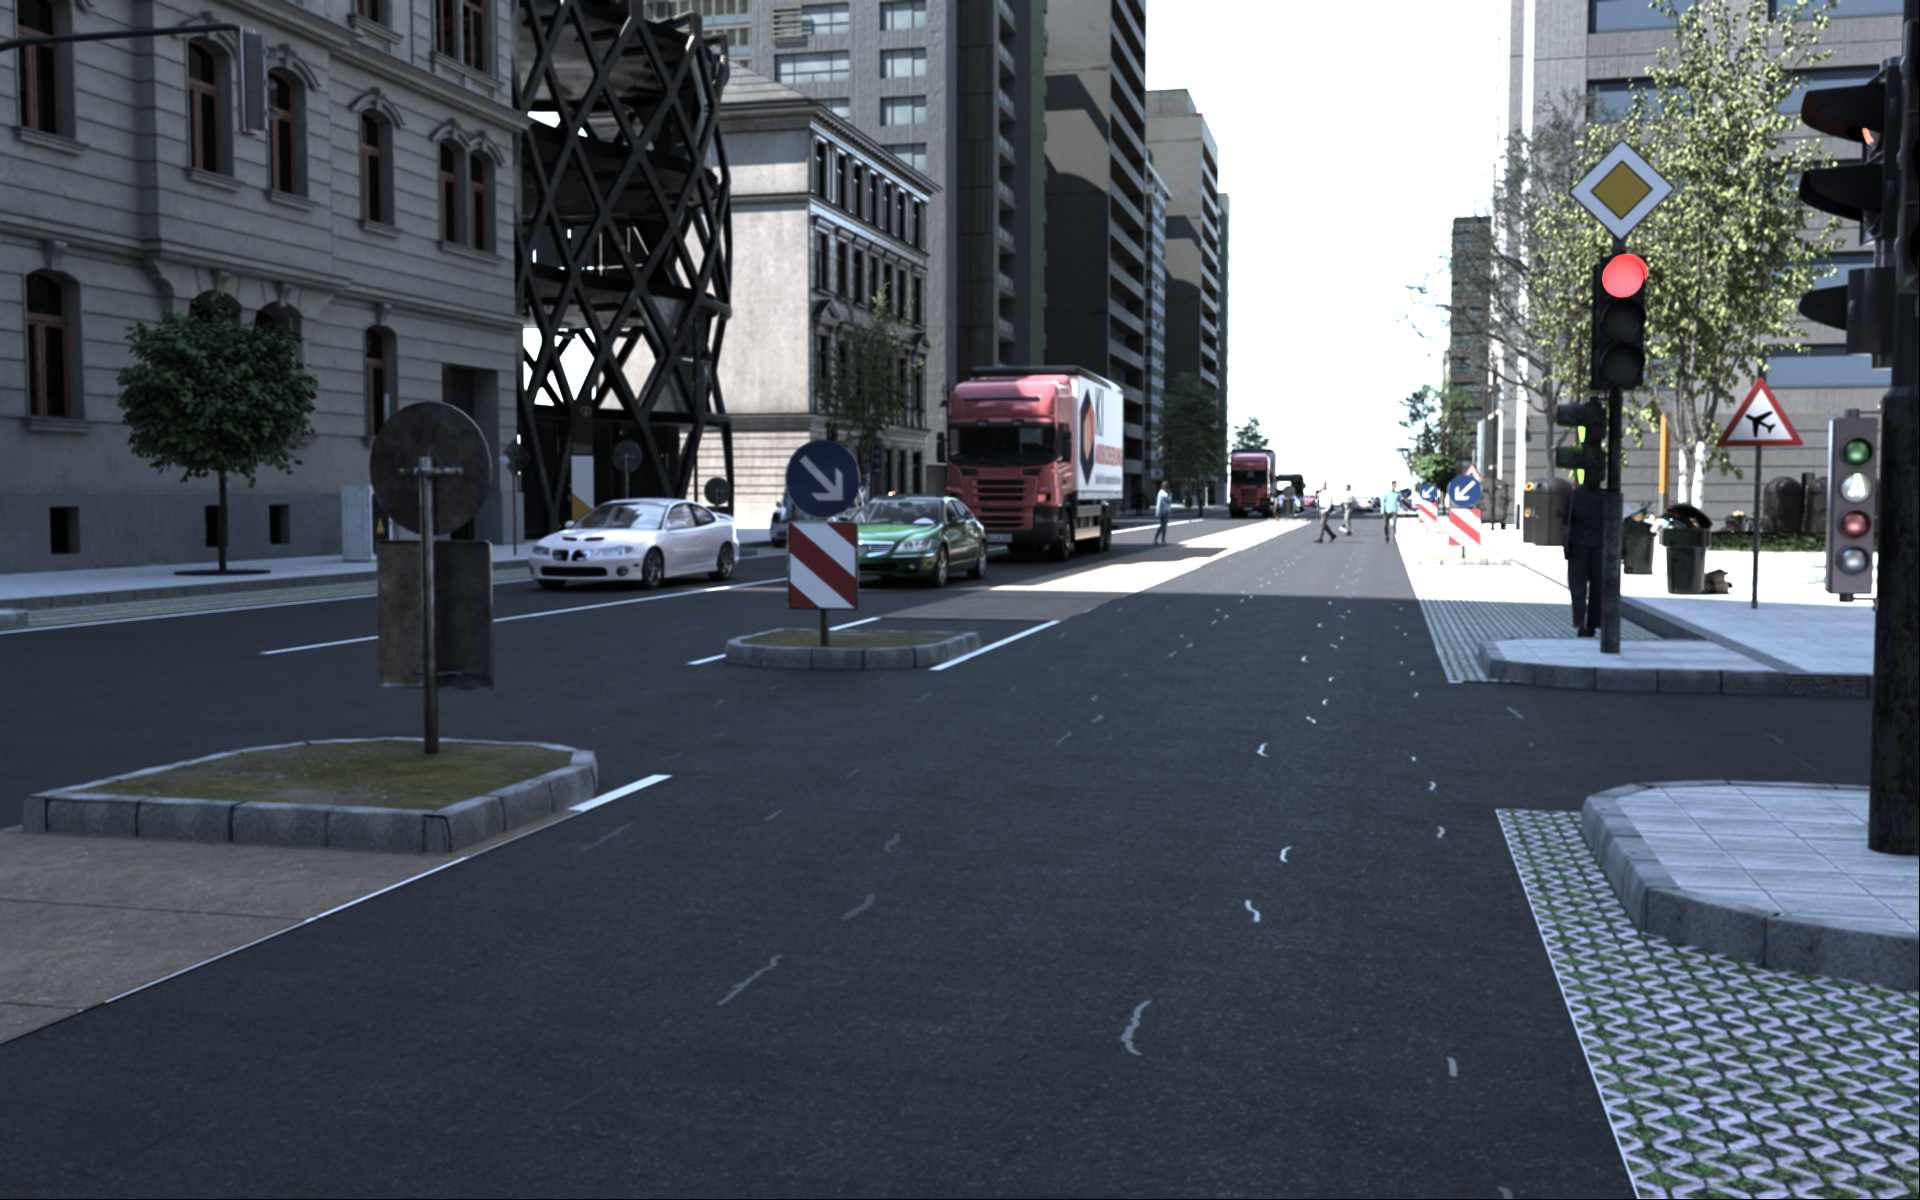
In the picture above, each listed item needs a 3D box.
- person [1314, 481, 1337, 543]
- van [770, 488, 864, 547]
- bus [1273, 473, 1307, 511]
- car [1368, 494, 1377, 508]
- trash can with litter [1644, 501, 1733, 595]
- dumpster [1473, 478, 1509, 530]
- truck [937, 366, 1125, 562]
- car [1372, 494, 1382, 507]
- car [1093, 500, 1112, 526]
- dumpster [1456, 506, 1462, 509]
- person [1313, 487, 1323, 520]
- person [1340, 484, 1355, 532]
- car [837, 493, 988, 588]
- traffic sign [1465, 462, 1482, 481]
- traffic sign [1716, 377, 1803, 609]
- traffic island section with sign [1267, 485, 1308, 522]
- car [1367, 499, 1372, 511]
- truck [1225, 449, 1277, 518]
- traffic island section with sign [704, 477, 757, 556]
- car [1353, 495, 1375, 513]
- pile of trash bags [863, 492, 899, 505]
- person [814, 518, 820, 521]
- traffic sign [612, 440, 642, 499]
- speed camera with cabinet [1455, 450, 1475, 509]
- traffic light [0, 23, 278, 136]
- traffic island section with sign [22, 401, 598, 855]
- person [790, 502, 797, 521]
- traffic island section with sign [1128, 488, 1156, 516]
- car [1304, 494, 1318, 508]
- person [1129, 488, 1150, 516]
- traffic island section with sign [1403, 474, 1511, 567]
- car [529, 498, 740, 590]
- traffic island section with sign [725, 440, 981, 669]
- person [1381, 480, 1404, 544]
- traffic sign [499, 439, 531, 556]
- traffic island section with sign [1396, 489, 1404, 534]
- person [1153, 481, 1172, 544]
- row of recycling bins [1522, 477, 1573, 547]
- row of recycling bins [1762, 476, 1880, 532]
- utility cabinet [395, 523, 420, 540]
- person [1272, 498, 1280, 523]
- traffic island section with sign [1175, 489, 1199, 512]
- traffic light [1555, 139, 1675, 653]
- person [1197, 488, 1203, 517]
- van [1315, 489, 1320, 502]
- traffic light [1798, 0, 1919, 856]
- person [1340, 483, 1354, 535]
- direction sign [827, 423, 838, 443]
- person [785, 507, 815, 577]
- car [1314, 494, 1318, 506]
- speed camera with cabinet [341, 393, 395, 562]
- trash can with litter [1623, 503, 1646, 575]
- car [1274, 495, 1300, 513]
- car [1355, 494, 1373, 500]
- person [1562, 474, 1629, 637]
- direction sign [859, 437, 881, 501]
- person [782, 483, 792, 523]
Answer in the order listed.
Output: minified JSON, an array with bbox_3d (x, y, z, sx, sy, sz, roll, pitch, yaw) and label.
[{"bbox_3d":[10.822,-2.616,51.378,0.850,1.850,0.679,-1,4,-21],"label":"person"},{"bbox_3d":[-3.876,-2.470,47.400,2.013,2.044,4.112,1,4,13],"label":"van"},{"bbox_3d":[27.983,-9.318,147.215,2.948,3.499,13.247,1,4,12],"label":"bus"},{"bbox_3d":[42.026,-10.196,178.712,2.014,1.417,4.499,1,4,12],"label":"car"},{"bbox_3d":[9.439,-0.666,22.277,1.055,1.170,0.624,-2,4,-34],"label":"trash can with litter"},{"bbox_3d":[19.029,-3.448,62.137,1.264,1.857,1.865,1,4,14],"label":"dumpster"},{"bbox_3d":[1.887,-3.141,40.268,2.839,4.237,11.283,1,4,12],"label":"truck"},{"bbox_3d":[44.910,-10.801,188.386,2.131,1.459,4.920,1,4,15],"label":"car"},{"bbox_3d":[4.955,-3.545,69.756,2.131,1.459,4.920,1,4,15],"label":"car"},{"bbox_3d":[22.325,-4.284,75.810,1.264,1.857,1.865,1,4,13],"label":"dumpster"},{"bbox_3d":[20.246,-5.404,96.945,0.705,1.814,1.350,-3,5,-39],"label":"person"},{"bbox_3d":[14.833,-3.544,66.456,0.620,1.820,0.660,3,4,38],"label":"person"},{"bbox_3d":[-0.798,-1.003,28.198,2.131,1.459,4.920,1,4,13],"label":"car"},{"bbox_3d":[20.882,-4.326,70.732,0.884,2.594,0.081,1,4,14],"label":"traffic sign"},{"bbox_3d":[8.907,-1.183,19.342,0.884,2.594,0.081,1,4,22],"label":"traffic sign"},{"bbox_3d":[16.709,-4.898,88.218,2.006,1.907,1.989,1,4,14],"label":"traffic island section with sign"},{"bbox_3d":[33.724,-8.183,146.151,2.083,1.381,4.827,1,4,13],"label":"car"},{"bbox_3d":[18.479,-7.356,109.182,2.839,4.237,11.283,1,4,13],"label":"truck"},{"bbox_3d":[-5.818,-1.936,40.275,1.989,1.847,2.006,1,4,14],"label":"traffic island section with sign"},{"bbox_3d":[31.199,-7.491,134.832,2.083,1.381,4.827,1,4,14],"label":"car"},{"bbox_3d":[-3.207,-3.467,66.444,1.912,1.369,3.447,2,4,25],"label":"pile of trash bags"},{"bbox_3d":[-2.975,-1.635,35.802,0.524,1.755,0.480,3,4,36],"label":"person"},{"bbox_3d":[-7.880,-2.498,40.944,0.768,2.556,0.104,1,4,18],"label":"traffic sign"},{"bbox_3d":[23.015,-5.162,78.734,0.660,3.252,2.038,0,4,5],"label":"speed camera with cabinet"},{"bbox_3d":[-9.140,-2.614,17.411,4.771,5.953,1.251,1,4,14],"label":"traffic light"},{"bbox_3d":[-2.761,0.009,7.993,2.006,1.907,1.989,1,4,14],"label":"traffic island section with sign"},{"bbox_3d":[-3.114,-1.576,34.395,0.709,1.813,0.853,2,4,26],"label":"person"},{"bbox_3d":[12.294,-6.500,114.906,1.989,1.847,2.006,1,4,14],"label":"traffic island section with sign"},{"bbox_3d":[34.828,-10.069,173.668,2.155,1.783,4.494,1,4,13],"label":"car"},{"bbox_3d":[11.587,-6.325,111.931,1.348,1.821,0.705,0,4,-5],"label":"person"},{"bbox_3d":[10.090,-1.622,35.152,1.989,1.847,2.006,1,4,14],"label":"traffic island section with sign"},{"bbox_3d":[-5.086,-0.933,27.614,2.083,1.381,4.827,1,4,15],"label":"car"},{"bbox_3d":[-1.005,-0.431,15.189,2.006,1.907,1.989,1,4,14],"label":"traffic island section with sign"},{"bbox_3d":[12.534,-2.559,50.206,0.638,1.841,0.748,1,4,16],"label":"person"},{"bbox_3d":[-9.274,-2.132,36.051,0.795,2.450,0.064,1,4,22],"label":"traffic sign"},{"bbox_3d":[16.504,-3.239,61.587,1.989,1.847,2.006,1,4,14],"label":"traffic island section with sign"},{"bbox_3d":[5.776,-2.482,49.353,0.793,1.790,0.793,3,5,44],"label":"person"},{"bbox_3d":[14.881,-2.242,43.765,1.069,1.692,3.534,1,4,12],"label":"row of recycling bins"},{"bbox_3d":[20.634,-2.030,40.302,3.534,1.692,1.069,1,4,15],"label":"row of recycling bins"},{"bbox_3d":[-11.719,-1.557,36.612,0.306,1.237,1.020,1,4,13],"label":"utility cabinet"},{"bbox_3d":[15.792,-4.488,86.552,0.373,1.253,0.362,2,4,31],"label":"person"},{"bbox_3d":[18.654,-8.102,141.103,1.989,1.847,2.006,1,4,14],"label":"traffic island section with sign"},{"bbox_3d":[5.246,-1.528,13.912,0.839,4.253,0.868,1,4,14],"label":"traffic light"},{"bbox_3d":[15.334,-6.241,110.622,0.705,1.814,1.350,0,3,0],"label":"person"},{"bbox_3d":[45.716,-13.087,218.360,2.240,2.365,5.245,1,4,16],"label":"van"},{"bbox_3d":[1.308,-1.947,6.504,4.771,5.953,1.251,1,4,14],"label":"traffic light"},{"bbox_3d":[13.402,-3.153,60.246,0.583,1.804,0.606,-1,4,-21],"label":"person"},{"bbox_3d":[-4.081,-3.876,55.369,0.379,3.537,0.876,1,4,17],"label":"direction sign"},{"bbox_3d":[-2.563,-1.178,28.112,0.624,1.780,0.694,-1,4,-17],"label":"person"},{"bbox_3d":[42.583,-12.345,210.638,1.959,1.807,4.718,1,4,15],"label":"car"},{"bbox_3d":[-11.198,-2.391,33.435,0.660,3.252,2.038,1,4,8],"label":"speed camera with cabinet"},{"bbox_3d":[10.553,-0.991,27.589,1.055,1.170,0.624,2,4,24],"label":"trash can with litter"},{"bbox_3d":[25.160,-7.407,133.467,2.083,1.381,4.827,1,4,14],"label":"car"},{"bbox_3d":[36.271,-8.972,156.482,2.009,1.686,4.222,1,4,13],"label":"car"},{"bbox_3d":[6.107,-0.478,16.729,0.576,1.772,0.534,0,4,-5],"label":"person"},{"bbox_3d":[-3.597,-4.722,69.196,0.876,3.537,0.379,-1,4,-20],"label":"direction sign"},{"bbox_3d":[-4.155,-2.134,43.649,0.793,1.790,0.793,0,4,8],"label":"person"}]
